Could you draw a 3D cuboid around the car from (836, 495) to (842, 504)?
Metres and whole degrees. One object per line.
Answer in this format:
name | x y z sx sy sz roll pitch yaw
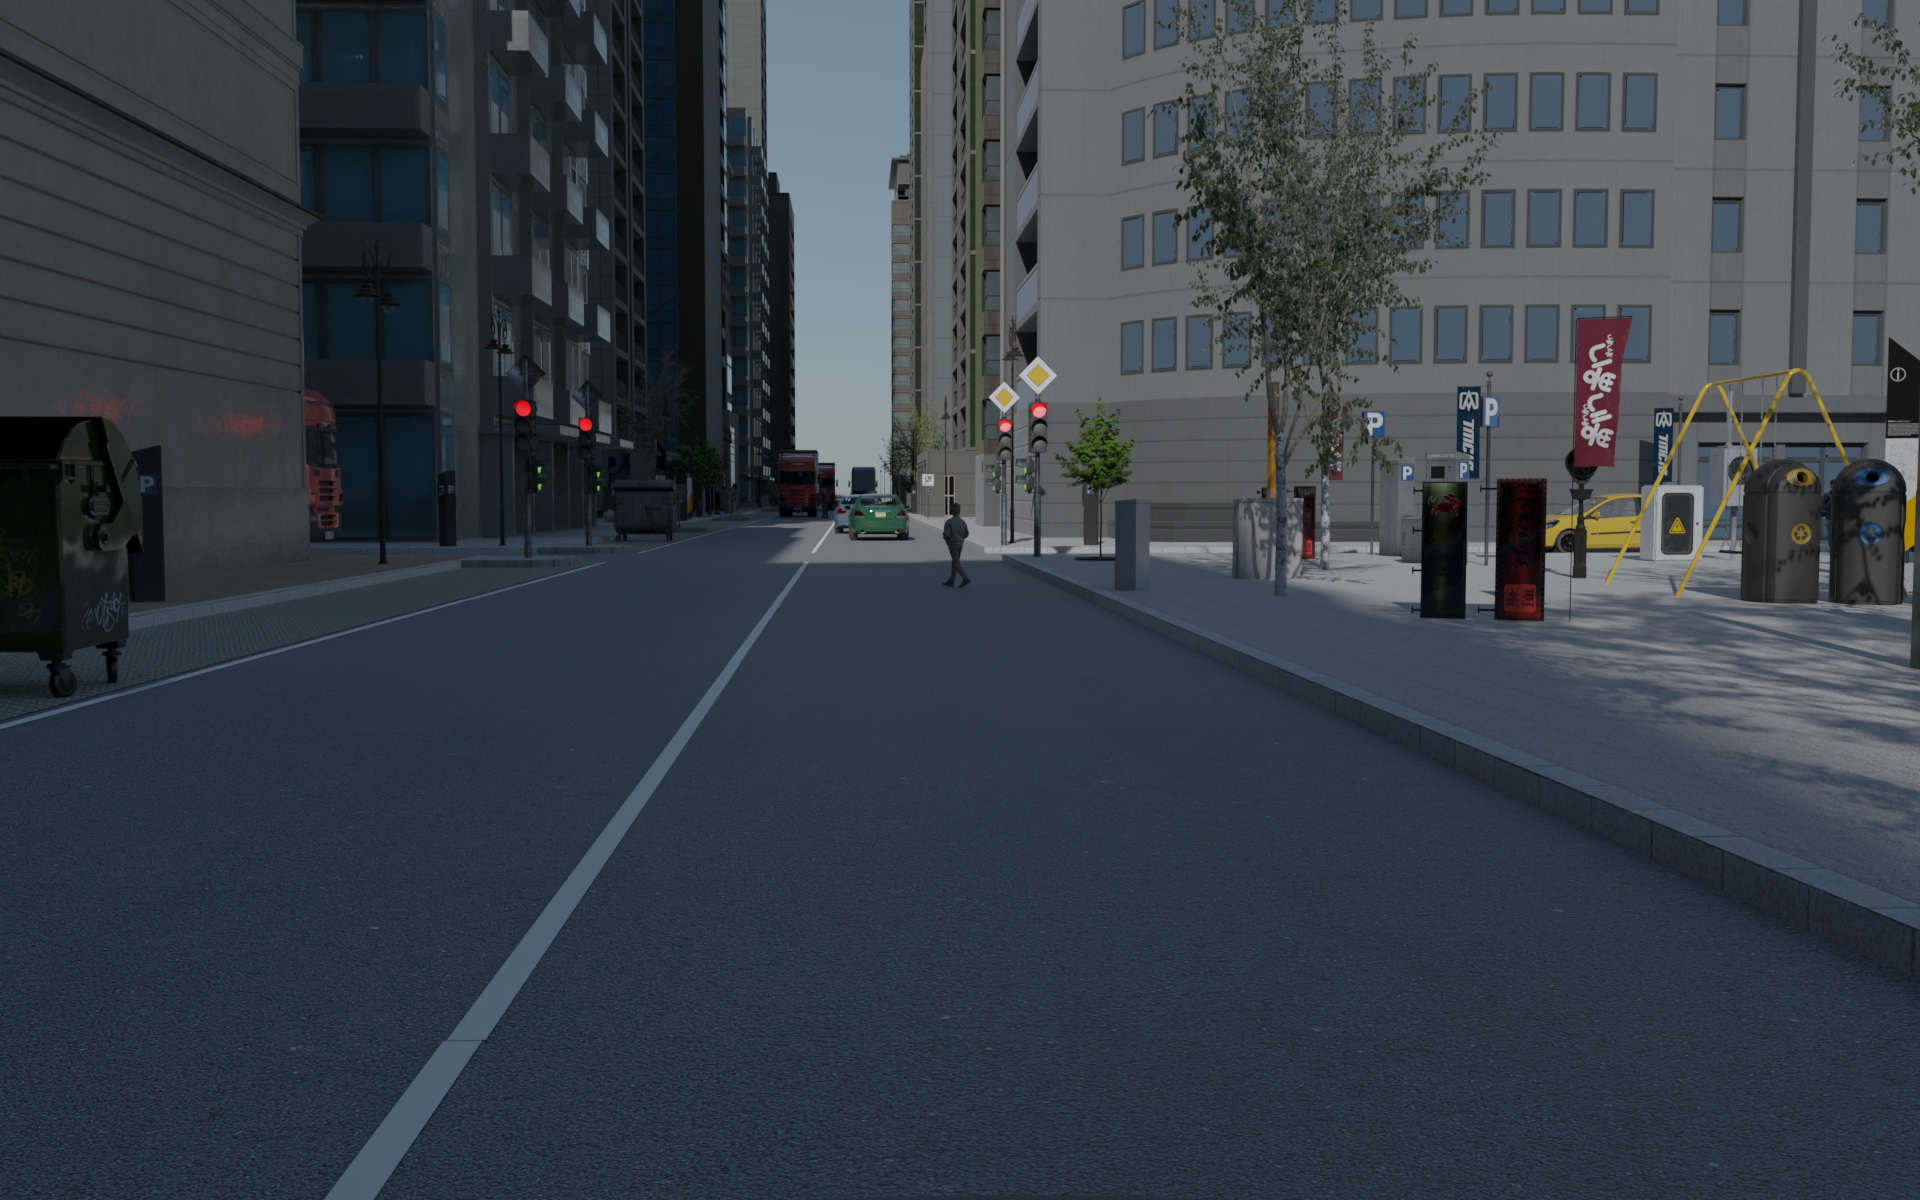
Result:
car | -14.691 -11.708 203.779 2.083 1.381 4.827 0 4 -3

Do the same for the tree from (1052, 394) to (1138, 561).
tree | 2.606 -2.385 33.596 1.663 3.219 1.824 0 3 0

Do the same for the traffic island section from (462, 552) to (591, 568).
traffic island section | -8.716 -0.770 34.873 2.009 0.180 2.903 0 4 -3

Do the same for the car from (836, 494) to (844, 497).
car | -16.735 -13.998 240.866 2.014 1.417 4.499 0 4 -4

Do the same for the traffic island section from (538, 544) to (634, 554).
traffic island section | -9.198 -1.258 42.844 2.009 0.180 2.903 0 4 -3

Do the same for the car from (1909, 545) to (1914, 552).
car | 24.476 -1.922 40.106 5.304 1.827 2.281 0 4 -4

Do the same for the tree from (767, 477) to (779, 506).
tree | -21.925 -12.613 200.830 1.663 3.219 1.824 0 3 0

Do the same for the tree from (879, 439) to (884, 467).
tree | -7.838 -15.900 210.328 4.737 8.622 4.395 0 3 0

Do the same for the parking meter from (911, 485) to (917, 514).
parking meter | -2.933 -6.500 111.990 0.399 1.863 0.255 0 4 7

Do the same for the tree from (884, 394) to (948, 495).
tree | -2.903 -10.777 126.562 4.737 8.622 4.395 0 3 0

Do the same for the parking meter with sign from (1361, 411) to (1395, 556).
parking meter with sign | 9.011 -2.415 35.743 0.543 3.016 1.738 -1 4 -22

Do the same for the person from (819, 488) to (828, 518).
person | -8.112 -5.756 102.793 0.590 1.801 0.661 0 4 -8

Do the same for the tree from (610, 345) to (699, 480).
tree | -14.874 -8.211 84.607 4.360 8.622 3.978 0 3 0

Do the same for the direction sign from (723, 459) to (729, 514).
direction sign | -15.124 -7.330 111.845 0.379 3.537 0.876 -1 4 -15

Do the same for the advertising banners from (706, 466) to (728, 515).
advertising banners | -15.214 -6.864 108.407 0.090 3.025 2.074 2 4 33

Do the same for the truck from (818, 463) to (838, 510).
truck | -12.524 -10.234 156.244 2.839 4.237 11.283 0 4 -5

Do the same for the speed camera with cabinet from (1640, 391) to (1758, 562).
speed camera with cabinet | 14.141 -2.373 33.133 2.038 3.252 0.660 0 4 -6

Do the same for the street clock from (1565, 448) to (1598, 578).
street clock | 9.458 -1.334 26.381 0.471 2.002 0.358 1 4 14

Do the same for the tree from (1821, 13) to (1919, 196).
tree | 10.378 -3.982 15.469 4.360 8.622 3.978 0 3 0

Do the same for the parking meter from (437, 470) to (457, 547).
parking meter | -12.548 -2.242 42.360 0.255 1.863 0.399 2 4 30

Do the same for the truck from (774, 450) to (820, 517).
truck | -10.416 -7.532 112.055 2.839 4.237 11.283 0 4 -4

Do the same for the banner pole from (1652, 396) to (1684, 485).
banner pole | 18.115 -3.315 44.222 0.863 3.779 0.401 1 4 21

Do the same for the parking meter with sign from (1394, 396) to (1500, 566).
parking meter with sign | 8.888 -2.161 31.586 0.543 3.016 1.738 -3 5 -42

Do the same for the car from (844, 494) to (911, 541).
car | -2.593 -2.630 54.791 2.131 1.459 4.920 0 4 -5

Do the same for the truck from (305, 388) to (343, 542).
truck | -18.748 -2.981 37.648 11.283 4.237 2.839 0 4 -2

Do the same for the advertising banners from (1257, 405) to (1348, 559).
advertising banners | 6.740 -2.311 33.965 2.074 3.025 0.090 -1 4 -22

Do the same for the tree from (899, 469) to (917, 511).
tree | -3.690 -8.481 133.266 1.663 3.219 1.824 0 3 0

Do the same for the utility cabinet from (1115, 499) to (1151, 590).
utility cabinet | 2.340 -0.757 23.533 0.306 1.237 1.020 1 4 17

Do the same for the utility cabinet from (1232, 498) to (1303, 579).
utility cabinet | 4.689 -0.933 26.422 1.020 1.237 0.306 0 4 -6

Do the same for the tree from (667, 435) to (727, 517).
tree | -14.633 -6.898 96.491 4.285 4.588 4.351 0 3 0

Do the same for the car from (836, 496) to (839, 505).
car | -13.878 -10.759 184.712 1.959 1.807 4.718 0 4 -4

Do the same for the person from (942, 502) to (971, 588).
person | -0.077 -0.846 26.605 0.640 1.303 0.475 3 5 41

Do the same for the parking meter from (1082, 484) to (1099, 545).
parking meter | 3.265 -2.305 43.394 0.399 1.863 0.255 1 4 11

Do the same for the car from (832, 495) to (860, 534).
car | -3.733 -3.187 64.114 2.014 1.417 4.499 0 4 -2

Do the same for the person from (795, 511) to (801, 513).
person | -12.359 -7.551 132.049 1.350 1.814 0.705 -3 5 -45

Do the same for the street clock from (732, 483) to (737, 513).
street clock | -15.278 -6.909 117.527 0.358 2.002 0.471 -1 4 -20

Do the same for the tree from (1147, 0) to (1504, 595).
tree | 4.189 -4.353 21.529 4.360 8.622 3.978 0 3 0

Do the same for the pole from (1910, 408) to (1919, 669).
pole | 7.093 -1.147 12.603 0.158 3.312 0.155 0 3 0

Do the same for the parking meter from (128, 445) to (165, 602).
parking meter | -9.717 -0.911 20.612 0.399 1.863 0.255 -3 5 -40

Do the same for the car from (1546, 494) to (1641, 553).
car | 15.512 -1.919 41.604 3.980 1.641 2.015 0 4 -2

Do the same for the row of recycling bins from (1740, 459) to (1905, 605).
row of recycling bins | 11.008 -0.795 20.104 3.534 1.692 1.069 2 4 24

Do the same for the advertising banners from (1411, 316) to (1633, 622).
advertising banners | 5.644 -1.302 17.484 2.074 3.025 0.090 2 4 24

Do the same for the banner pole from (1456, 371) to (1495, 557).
banner pole | 10.541 -2.774 35.377 0.863 3.779 0.401 1 4 13

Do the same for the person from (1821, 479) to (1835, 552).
person | 20.408 -1.933 40.447 0.623 1.781 0.721 -1 4 -21

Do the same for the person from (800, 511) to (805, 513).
person | -12.290 -7.705 134.469 1.348 1.826 0.705 -2 4 -31

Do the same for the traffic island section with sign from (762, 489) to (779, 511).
traffic island section with sign | -15.255 -8.202 142.722 1.989 1.847 2.006 0 4 -3

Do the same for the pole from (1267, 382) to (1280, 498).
pole | 5.698 -2.306 31.546 0.158 3.312 0.155 0 3 0

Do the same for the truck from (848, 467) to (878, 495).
truck | -9.046 -10.756 165.623 2.967 4.110 18.799 0 4 -5

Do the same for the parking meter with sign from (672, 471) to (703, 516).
parking meter with sign | -15.716 -6.333 99.799 1.738 3.016 0.543 0 4 -8
